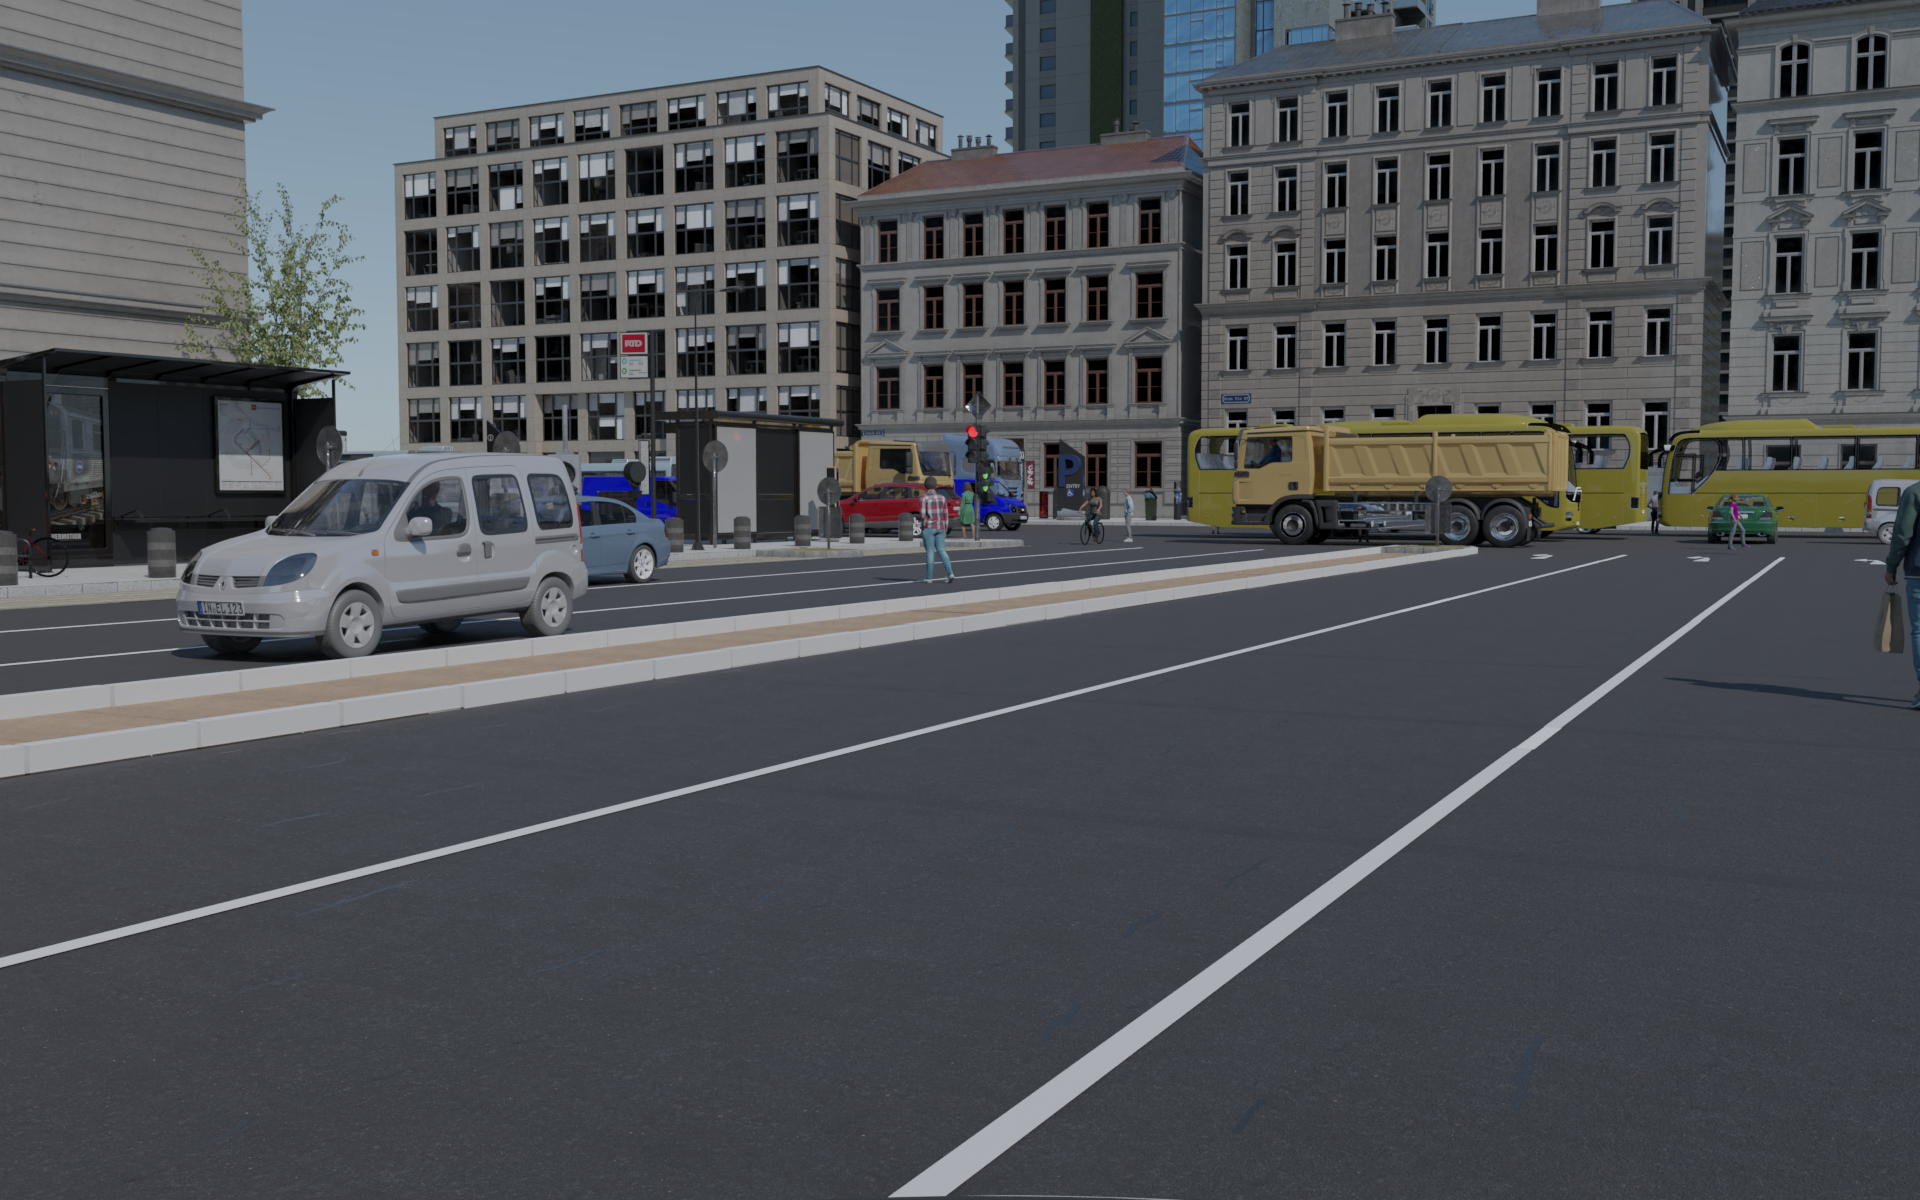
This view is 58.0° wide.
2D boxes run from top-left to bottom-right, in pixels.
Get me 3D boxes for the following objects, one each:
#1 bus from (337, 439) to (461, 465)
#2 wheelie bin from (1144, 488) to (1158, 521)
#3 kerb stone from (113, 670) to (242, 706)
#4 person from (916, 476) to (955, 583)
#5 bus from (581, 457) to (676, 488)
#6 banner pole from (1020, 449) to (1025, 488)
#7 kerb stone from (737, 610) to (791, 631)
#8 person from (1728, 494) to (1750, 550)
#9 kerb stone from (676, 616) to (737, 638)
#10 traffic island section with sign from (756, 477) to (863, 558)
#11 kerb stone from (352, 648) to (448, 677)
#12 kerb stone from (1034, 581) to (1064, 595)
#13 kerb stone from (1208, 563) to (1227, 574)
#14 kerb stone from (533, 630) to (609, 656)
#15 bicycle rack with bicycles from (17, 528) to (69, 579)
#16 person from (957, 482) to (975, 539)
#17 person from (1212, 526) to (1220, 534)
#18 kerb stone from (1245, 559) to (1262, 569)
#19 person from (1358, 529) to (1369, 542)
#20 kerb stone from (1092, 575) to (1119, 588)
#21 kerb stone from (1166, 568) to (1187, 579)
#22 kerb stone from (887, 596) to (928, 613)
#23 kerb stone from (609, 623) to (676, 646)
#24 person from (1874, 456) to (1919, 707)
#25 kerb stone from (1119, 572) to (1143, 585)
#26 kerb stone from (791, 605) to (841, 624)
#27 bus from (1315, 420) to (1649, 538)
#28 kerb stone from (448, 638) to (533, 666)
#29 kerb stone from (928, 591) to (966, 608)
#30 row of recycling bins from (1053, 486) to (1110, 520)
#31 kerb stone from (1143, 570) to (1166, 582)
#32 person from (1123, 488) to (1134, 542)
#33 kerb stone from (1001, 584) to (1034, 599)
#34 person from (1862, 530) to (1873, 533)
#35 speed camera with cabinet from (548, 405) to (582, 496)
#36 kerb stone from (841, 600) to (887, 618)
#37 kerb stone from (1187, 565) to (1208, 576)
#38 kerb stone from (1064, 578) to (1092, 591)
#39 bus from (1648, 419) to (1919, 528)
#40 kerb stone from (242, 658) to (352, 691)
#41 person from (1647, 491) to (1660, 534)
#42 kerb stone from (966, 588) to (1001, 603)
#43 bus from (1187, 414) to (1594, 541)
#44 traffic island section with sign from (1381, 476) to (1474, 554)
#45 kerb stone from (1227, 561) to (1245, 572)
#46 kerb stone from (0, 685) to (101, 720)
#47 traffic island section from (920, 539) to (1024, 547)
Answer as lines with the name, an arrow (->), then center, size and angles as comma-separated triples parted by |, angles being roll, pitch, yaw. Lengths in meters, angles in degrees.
bus -> -23.339, -4.239, 64.175 | 13.247, 3.499, 2.948 | 2, 4, 29
wheelie bin -> 9.199, -4.624, 83.514 | 0.693, 1.594, 0.980 | 0, 4, 7
kerb stone -> -5.483, 0.621, 12.075 | 0.120, 0.150, 1.000 | 2, 4, 28
person -> -0.416, -1.132, 27.853 | 0.563, 1.720, 0.643 | -2, 4, -35
bus -> -19.485, -5.729, 88.532 | 13.247, 3.499, 2.948 | 2, 4, 27
banner pole -> 2.818, -5.782, 84.545 | 0.863, 3.779, 0.401 | -2, 4, -27
kerb stone -> -2.151, 0.229, 18.447 | 0.120, 0.150, 1.000 | 2, 4, 28
person -> 20.127, -2.013, 44.656 | 0.776, 1.435, 0.726 | 2, 4, 34
kerb stone -> -2.623, 0.285, 17.535 | 0.120, 0.150, 1.000 | 2, 4, 28
traffic island section with sign -> -3.304, -1.900, 39.695 | 1.989, 1.847, 2.006 | 2, 4, 28
kerb stone -> -4.541, 0.511, 13.900 | 0.120, 0.150, 1.000 | 2, 4, 28
kerb stone -> 1.190, -0.161, 24.821 | 0.120, 0.150, 1.000 | 2, 4, 28
kerb stone -> 4.544, -0.551, 31.200 | 0.120, 0.150, 1.000 | 2, 4, 28
kerb stone -> -3.574, 0.396, 15.714 | 0.120, 0.150, 1.000 | 2, 4, 28
bicycle rack with bicycles -> -15.082, -0.738, 25.444 | 2.925, 0.926, 2.852 | 0, 4, -4
person -> 0.224, -2.679, 52.544 | 0.529, 1.795, 0.600 | 3, 5, 40
person -> 9.264, -3.268, 62.498 | 0.480, 1.755, 0.524 | 1, 4, 19
kerb stone -> 5.498, -0.660, 33.019 | 0.120, 0.150, 1.000 | 2, 4, 28
person -> 12.137, -2.489, 51.885 | 0.600, 1.496, 0.574 | -3, 4, -37
kerb stone -> 2.159, -0.272, 26.648 | 0.120, 0.150, 1.000 | 2, 4, 28
kerb stone -> 3.581, -0.440, 29.385 | 0.120, 0.150, 1.000 | 2, 4, 28
kerb stone -> -0.712, 0.062, 21.174 | 0.120, 0.150, 1.000 | 2, 4, 28
kerb stone -> -3.102, 0.341, 16.626 | 0.120, 0.150, 1.000 | 2, 4, 28
person -> 6.505, -0.192, 11.631 | 0.794, 1.824, 0.713 | 2, 4, 24
kerb stone -> 2.631, -0.328, 27.564 | 0.120, 0.150, 1.000 | 2, 4, 28
kerb stone -> -1.669, 0.174, 19.355 | 0.120, 0.150, 1.000 | 2, 4, 28
bus -> 16.164, -4.033, 57.487 | 12.252, 3.916, 2.896 | 2, 4, 27
kerb stone -> -4.057, 0.456, 14.807 | 0.120, 0.150, 1.000 | 2, 4, 28
kerb stone -> -0.237, 0.010, 22.091 | 0.120, 0.150, 1.000 | 2, 4, 28
row of recycling bins -> 6.136, -4.944, 87.948 | 3.534, 1.692, 1.069 | 3, 5, 42
kerb stone -> 3.114, -0.384, 28.470 | 0.120, 0.150, 1.000 | 2, 4, 28
person -> 5.073, -2.565, 52.249 | 0.330, 1.601, 0.589 | 1, 4, 9
kerb stone -> 0.725, -0.103, 23.906 | 0.120, 0.150, 1.000 | 2, 4, 28
person -> 33.918, -3.406, 64.529 | 0.599, 1.781, 0.374 | 0, 4, -2
speed camera with cabinet -> -9.407, -2.680, 38.154 | 2.038, 3.252, 0.660 | 0, 4, -6
kerb stone -> -1.189, 0.118, 20.263 | 0.120, 0.150, 1.000 | 2, 4, 28
kerb stone -> 4.064, -0.493, 30.292 | 0.120, 0.150, 1.000 | 2, 4, 28
kerb stone -> 1.675, -0.209, 25.729 | 0.120, 0.150, 1.000 | 2, 4, 28
bus -> 29.186, -3.982, 56.658 | 12.252, 3.916, 2.896 | 2, 4, 29
kerb stone -> -5.006, 0.566, 12.985 | 0.120, 0.150, 1.000 | 2, 4, 28
person -> 25.159, -3.181, 62.729 | 0.614, 1.554, 0.590 | 2, 4, 32
kerb stone -> 0.238, -0.049, 23.001 | 0.120, 0.150, 1.000 | 2, 4, 28
bus -> 13.403, -3.869, 54.799 | 12.252, 3.916, 2.896 | 2, 4, 26
traffic island section with sign -> 11.490, -2.079, 42.128 | 2.006, 1.907, 1.989 | 2, 4, 28
kerb stone -> 5.022, -0.606, 32.109 | 0.120, 0.150, 1.000 | 2, 4, 28
kerb stone -> -5.968, 0.674, 11.168 | 0.120, 0.150, 1.000 | 2, 4, 28
traffic island section -> 0.458, -1.550, 47.621 | 2.009, 0.180, 2.903 | 2, 4, 28
